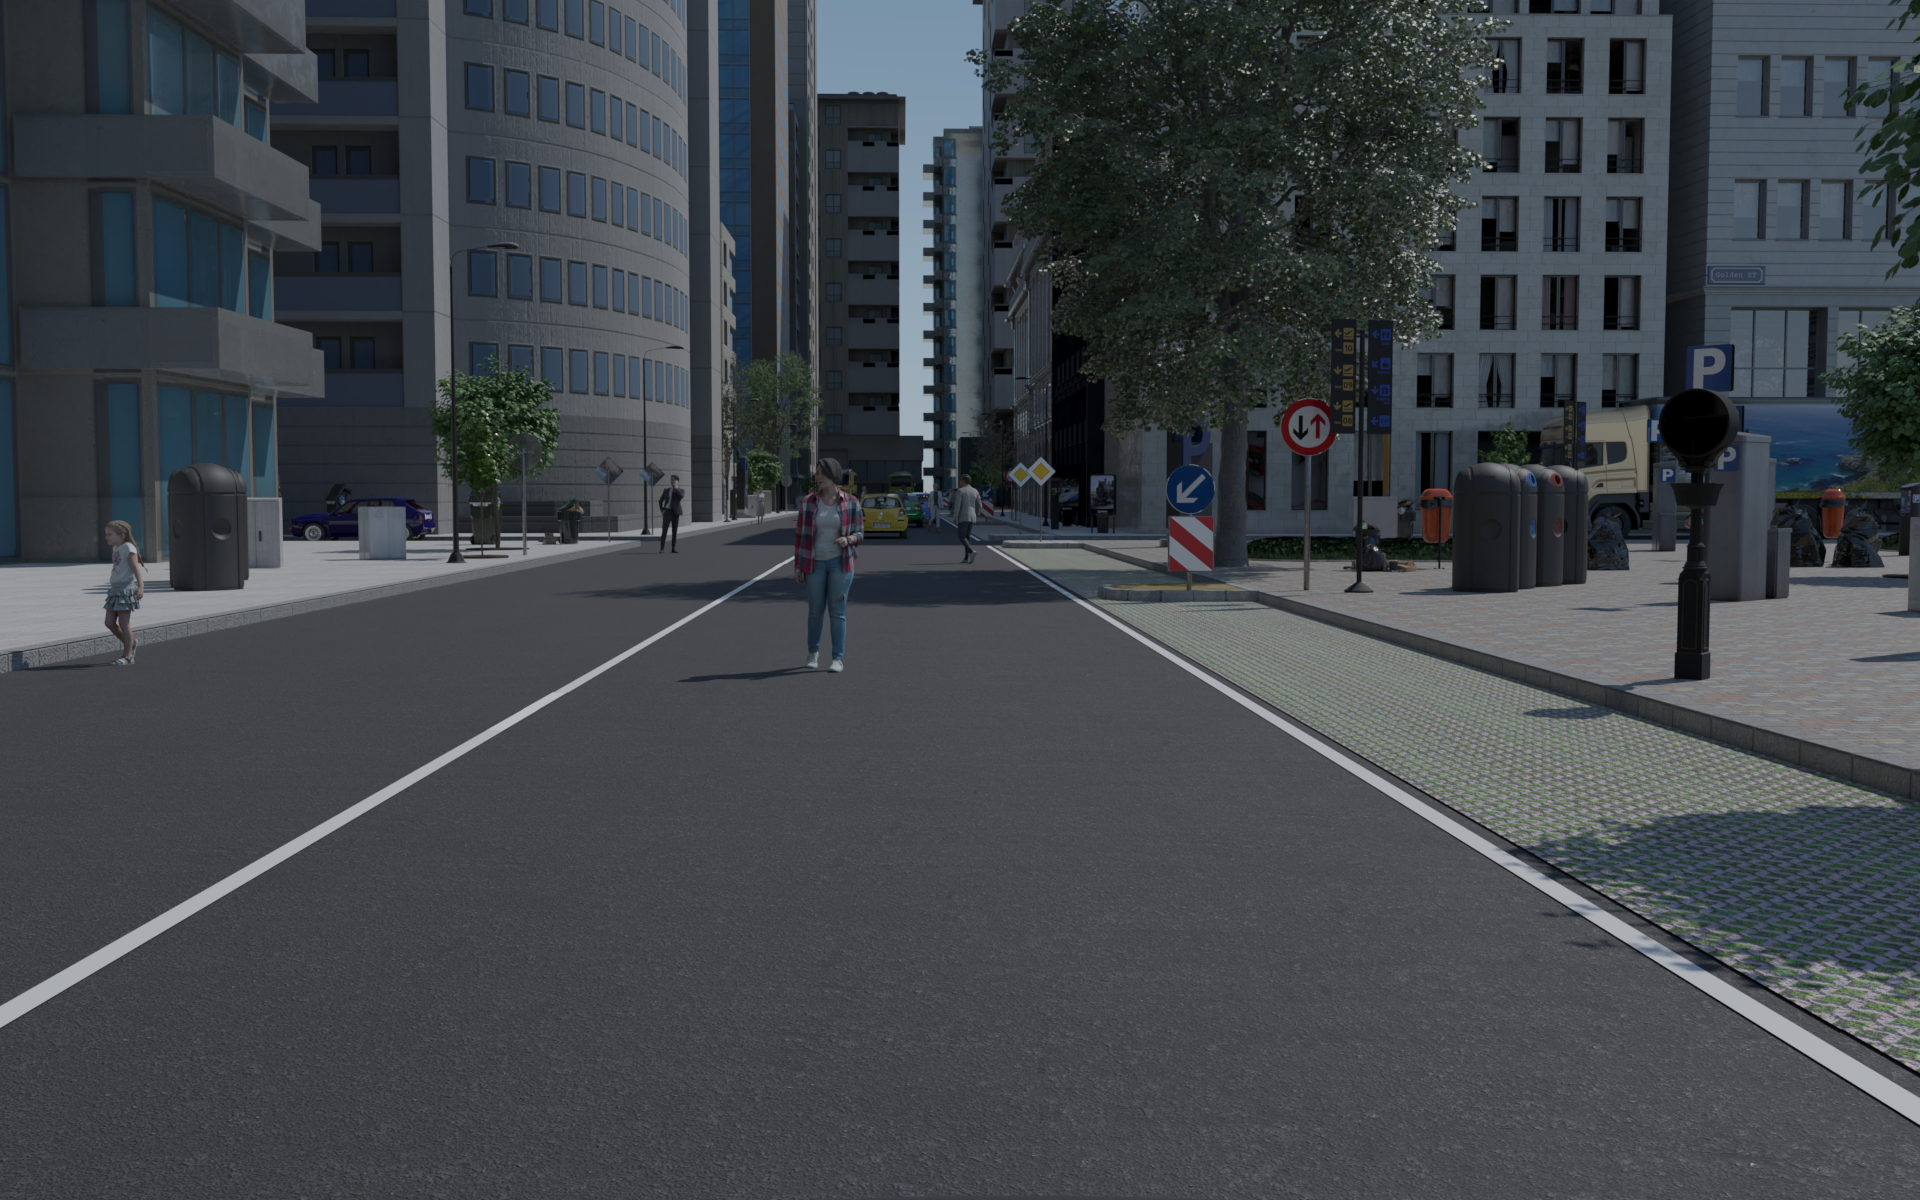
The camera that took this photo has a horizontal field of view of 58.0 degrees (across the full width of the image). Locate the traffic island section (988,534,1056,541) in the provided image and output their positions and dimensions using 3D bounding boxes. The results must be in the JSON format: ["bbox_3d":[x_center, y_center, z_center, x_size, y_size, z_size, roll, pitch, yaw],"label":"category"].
[{"bbox_3d":[1.923,-1.966,54.424,2.009,0.180,2.903,0,4,-2],"label":"traffic island section"}]

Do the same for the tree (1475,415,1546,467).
[{"bbox_3d":[13.385,-2.893,41.895,1.663,3.219,1.824,0,3,0],"label":"tree"}]

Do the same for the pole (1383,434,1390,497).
[{"bbox_3d":[13.624,-3.765,55.398,0.158,3.312,0.155,0,3,0],"label":"pole"}]

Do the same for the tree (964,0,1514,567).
[{"bbox_3d":[4.796,-7.573,30.481,9.857,13.997,8.962,0,3,0],"label":"tree"}]

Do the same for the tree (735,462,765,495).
[{"bbox_3d":[-12.344,-6.578,102.153,1.663,3.219,1.824,0,3,0],"label":"tree"}]

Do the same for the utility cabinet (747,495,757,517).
[{"bbox_3d":[-12.056,-5.351,98.647,1.020,1.237,0.306,-3,5,-41],"label":"utility cabinet"}]

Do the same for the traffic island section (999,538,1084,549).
[{"bbox_3d":[2.186,-1.478,46.443,2.009,0.180,2.903,0,4,-2],"label":"traffic island section"}]

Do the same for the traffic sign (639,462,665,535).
[{"bbox_3d":[-9.589,-3.079,53.990,0.795,2.450,0.064,0,4,-2],"label":"traffic sign"}]

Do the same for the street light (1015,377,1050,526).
[{"bbox_3d":[2.870,-5.878,68.651,1.470,5.913,1.316,0,4,-2],"label":"street light"}]

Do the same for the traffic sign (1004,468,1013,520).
[{"bbox_3d":[2.570,-5.229,85.597,0.768,2.556,0.104,0,4,-2],"label":"traffic sign"}]

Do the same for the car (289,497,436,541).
[{"bbox_3d":[-17.484,-2.334,50.748,3.894,1.354,1.945,0,4,-3],"label":"car"}]

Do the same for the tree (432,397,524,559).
[{"bbox_3d":[-9.727,-2.450,34.665,1.663,3.219,1.824,0,3,0],"label":"tree"}]

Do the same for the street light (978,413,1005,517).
[{"bbox_3d":[1.896,-7.734,98.993,1.470,5.913,1.316,0,4,-2],"label":"street light"}]

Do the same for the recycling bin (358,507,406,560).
[{"bbox_3d":[-11.384,-1.320,34.128,0.722,1.027,0.722,-3,4,-37],"label":"recycling bin"}]

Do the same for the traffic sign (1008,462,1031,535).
[{"bbox_3d":[1.900,-3.101,54.346,0.795,2.450,0.064,0,4,-2],"label":"traffic sign"}]

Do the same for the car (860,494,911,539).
[{"bbox_3d":[-2.601,-2.860,56.978,2.015,1.641,3.980,0,4,-3],"label":"car"}]

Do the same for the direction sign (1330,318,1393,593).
[{"bbox_3d":[5.208,-1.866,22.510,0.876,3.537,0.379,-1,4,-16],"label":"direction sign"}]

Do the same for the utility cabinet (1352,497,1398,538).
[{"bbox_3d":[9.637,-1.778,40.225,1.020,1.237,0.306,1,4,14],"label":"utility cabinet"}]

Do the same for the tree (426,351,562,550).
[{"bbox_3d":[-10.689,-3.444,40.016,4.285,4.588,4.351,0,3,0],"label":"tree"}]

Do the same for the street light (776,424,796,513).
[{"bbox_3d":[-11.547,-8.704,114.853,1.470,5.913,1.316,0,4,-2],"label":"street light"}]

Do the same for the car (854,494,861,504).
[{"bbox_3d":[-12.186,-11.426,196.604,2.009,1.686,4.222,0,4,-2],"label":"car"}]

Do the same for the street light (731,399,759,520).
[{"bbox_3d":[-10.487,-6.849,84.514,1.470,5.913,1.316,0,4,-2],"label":"street light"}]

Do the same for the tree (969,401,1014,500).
[{"bbox_3d":[2.486,-11.336,135.702,4.360,8.622,3.978,0,3,0],"label":"tree"}]

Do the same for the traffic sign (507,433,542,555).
[{"bbox_3d":[-9.120,-2.209,36.227,0.768,2.556,0.104,0,3,0],"label":"traffic sign"}]

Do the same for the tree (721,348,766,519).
[{"bbox_3d":[-11.874,-8.396,87.629,4.360,8.622,3.978,0,3,0],"label":"tree"}]

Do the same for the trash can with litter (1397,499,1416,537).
[{"bbox_3d":[10.858,-1.945,43.193,0.624,1.170,1.055,-2,4,-28],"label":"trash can with litter"}]

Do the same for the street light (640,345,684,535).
[{"bbox_3d":[-9.313,-4.993,54.179,1.470,5.913,1.316,0,4,-2],"label":"street light"}]

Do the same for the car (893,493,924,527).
[{"bbox_3d":[-2.520,-4.091,75.680,1.959,1.807,4.718,0,4,-2],"label":"car"}]

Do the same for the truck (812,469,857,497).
[{"bbox_3d":[-9.644,-8.591,136.388,3.469,3.379,9.791,0,4,-1],"label":"truck"}]

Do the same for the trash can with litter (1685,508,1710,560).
[{"bbox_3d":[10.914,-0.856,25.382,0.624,1.170,1.055,1,4,18],"label":"trash can with litter"}]

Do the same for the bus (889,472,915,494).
[{"bbox_3d":[-6.422,-12.206,191.114,2.896,3.916,12.252,0,4,-1],"label":"bus"}]

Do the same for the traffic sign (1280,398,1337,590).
[{"bbox_3d":[4.624,-1.402,23.032,0.768,2.556,0.104,0,4,0],"label":"traffic sign"}]

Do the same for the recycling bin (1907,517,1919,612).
[{"bbox_3d":[10.780,-0.376,18.708,0.722,1.027,0.722,0,4,2],"label":"recycling bin"}]

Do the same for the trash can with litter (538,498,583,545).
[{"bbox_3d":[-10.172,-2.002,44.122,1.055,1.170,0.624,-2,4,-33],"label":"trash can with litter"}]

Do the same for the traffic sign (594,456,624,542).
[{"bbox_3d":[-9.326,-2.591,46.009,0.795,2.450,0.064,0,4,-2],"label":"traffic sign"}]

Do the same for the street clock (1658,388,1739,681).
[{"bbox_3d":[5.089,-0.453,11.979,0.471,2.002,0.358,3,5,40],"label":"street clock"}]

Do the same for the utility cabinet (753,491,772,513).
[{"bbox_3d":[-13.091,-6.490,114.796,1.173,1.500,0.318,-2,4,-26],"label":"utility cabinet"}]

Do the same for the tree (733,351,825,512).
[{"bbox_3d":[-13.300,-12.164,124.642,9.928,11.665,9.643,0,3,0],"label":"tree"}]

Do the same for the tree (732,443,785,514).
[{"bbox_3d":[-12.916,-7.789,111.070,4.285,4.588,4.351,0,3,0],"label":"tree"}]

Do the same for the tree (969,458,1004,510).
[{"bbox_3d":[2.169,-9.752,143.154,4.285,4.588,4.351,0,3,0],"label":"tree"}]

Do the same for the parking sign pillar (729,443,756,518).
[{"bbox_3d":[-11.649,-6.372,92.662,1.447,3.967,1.447,0,4,1],"label":"parking sign pillar"}]

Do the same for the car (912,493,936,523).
[{"bbox_3d":[-2.007,-4.687,86.216,1.945,1.707,3.694,0,4,-2],"label":"car"}]

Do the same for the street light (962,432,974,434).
[{"bbox_3d":[0.846,-9.590,129.332,1.470,5.913,1.316,0,4,-2],"label":"street light"}]

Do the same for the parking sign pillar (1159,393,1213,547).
[{"bbox_3d":[5.583,-3.279,42.085,1.447,3.967,1.447,-3,5,-45],"label":"parking sign pillar"}]

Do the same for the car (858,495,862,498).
[{"bbox_3d":[-11.314,-11.511,200.776,1.945,1.354,3.894,0,4,0],"label":"car"}]

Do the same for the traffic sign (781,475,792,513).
[{"bbox_3d":[-11.772,-7.185,117.576,0.768,2.556,0.104,0,4,-1],"label":"traffic sign"}]

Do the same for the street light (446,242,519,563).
[{"bbox_3d":[-8.840,-3.642,32.090,1.470,5.913,1.316,0,4,-2],"label":"street light"}]

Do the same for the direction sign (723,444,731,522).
[{"bbox_3d":[-10.603,-5.305,78.732,0.379,3.537,0.876,0,4,3],"label":"direction sign"}]

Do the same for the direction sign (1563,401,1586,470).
[{"bbox_3d":[14.990,-3.076,42.294,0.876,3.537,0.379,-3,4,-36],"label":"direction sign"}]

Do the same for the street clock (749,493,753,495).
[{"bbox_3d":[-13.893,-6.780,115.420,0.471,2.002,0.358,-1,4,-17],"label":"street clock"}]

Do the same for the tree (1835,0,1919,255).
[{"bbox_3d":[5.666,-1.456,7.518,4.285,4.588,4.351,0,3,0],"label":"tree"}]

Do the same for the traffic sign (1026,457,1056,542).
[{"bbox_3d":[2.162,-2.613,46.365,0.795,2.450,0.064,0,4,-2],"label":"traffic sign"}]

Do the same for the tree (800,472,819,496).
[{"bbox_3d":[-13.142,-9.555,150.830,1.663,3.219,1.824,0,3,0],"label":"tree"}]

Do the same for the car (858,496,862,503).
[{"bbox_3d":[-9.702,-10.498,181.873,2.015,1.641,3.980,0,4,-3],"label":"car"}]

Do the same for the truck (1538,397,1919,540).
[{"bbox_3d":[22.271,-3.808,51.167,11.283,4.237,2.839,0,4,-1],"label":"truck"}]

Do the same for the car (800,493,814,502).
[{"bbox_3d":[-7.658,-5.228,94.522,2.155,1.783,4.494,0,4,-4],"label":"car"}]
